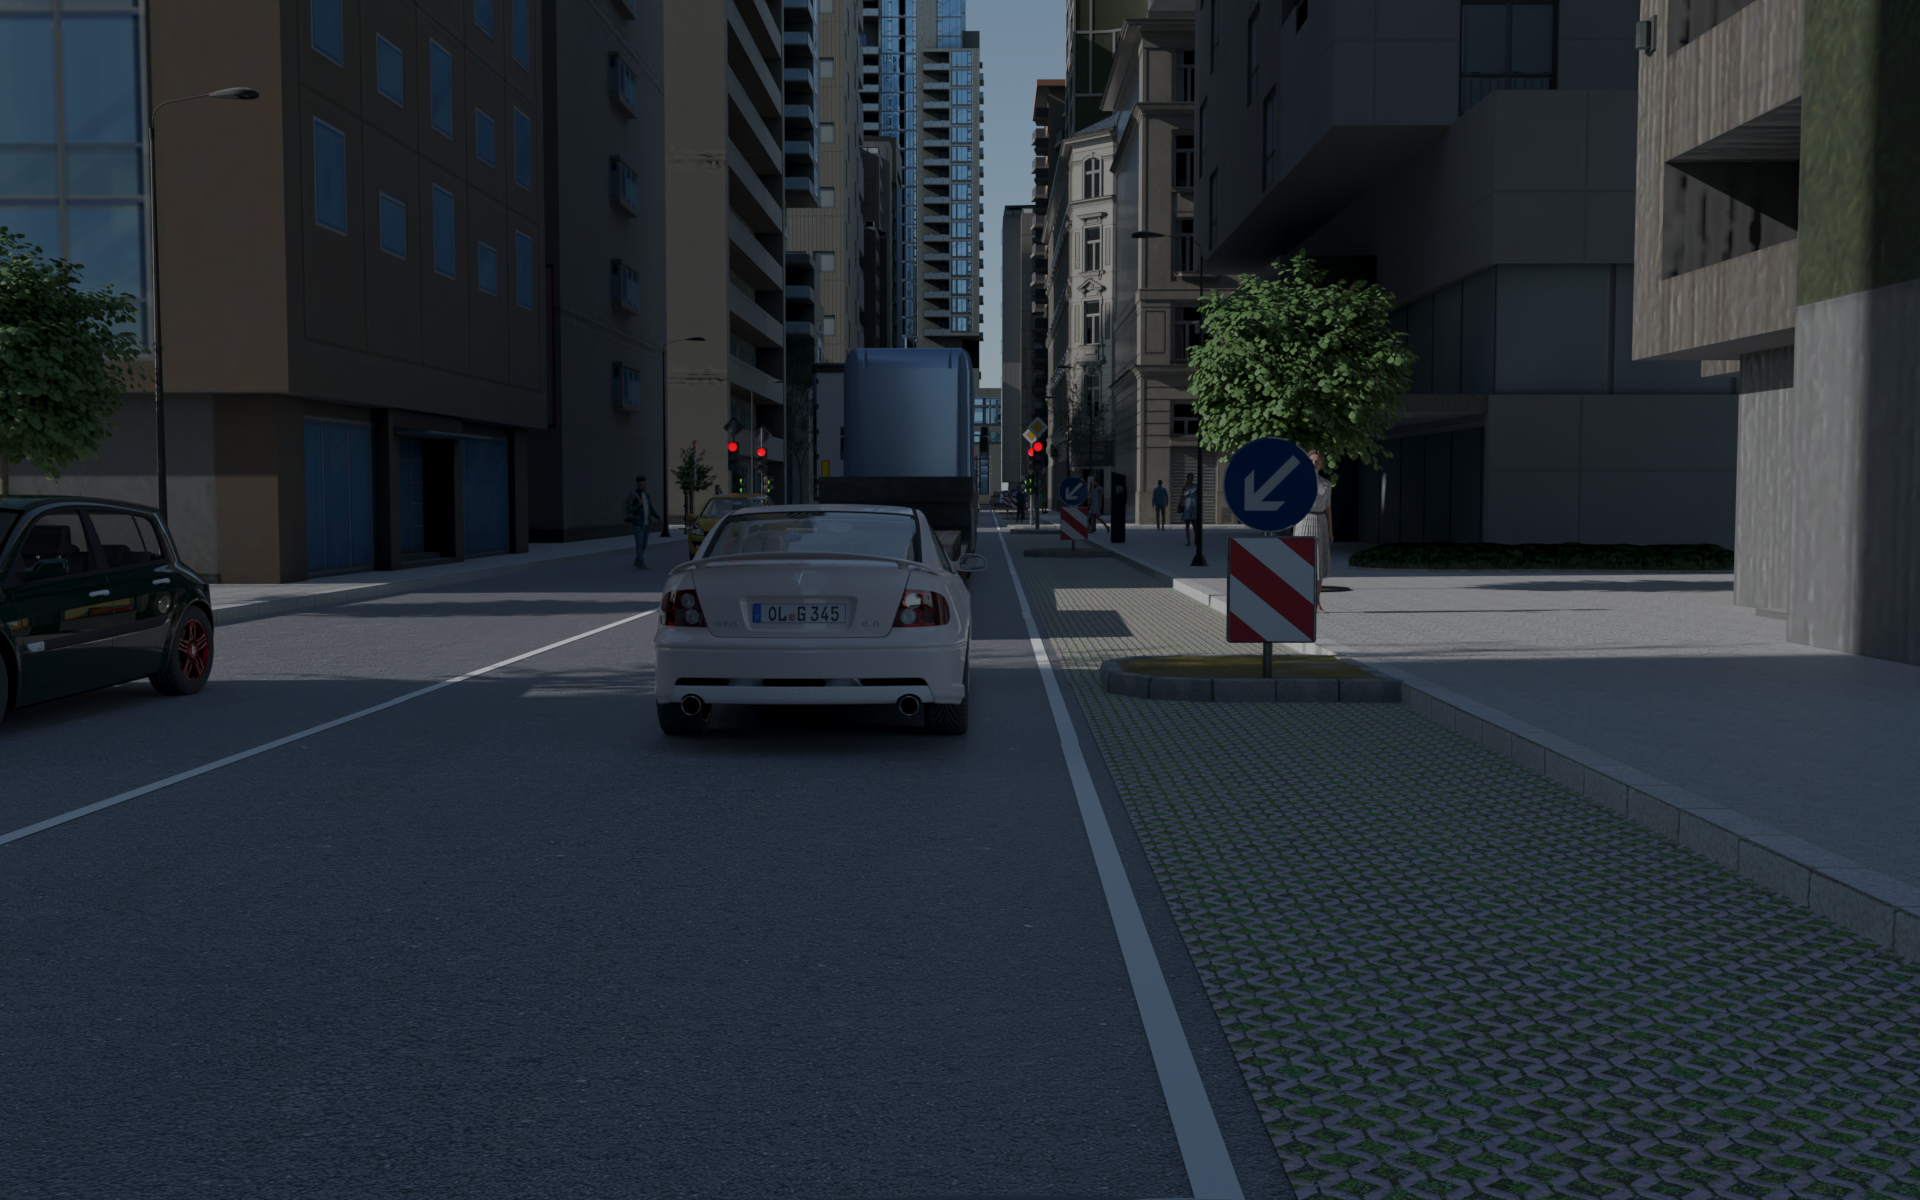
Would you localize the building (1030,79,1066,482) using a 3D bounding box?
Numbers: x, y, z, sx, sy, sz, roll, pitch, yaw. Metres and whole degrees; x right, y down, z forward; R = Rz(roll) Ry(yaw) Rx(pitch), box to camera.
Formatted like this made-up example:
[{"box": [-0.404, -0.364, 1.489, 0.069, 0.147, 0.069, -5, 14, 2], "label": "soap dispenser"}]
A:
[{"box": [18.619, -32.238, 181.719, 22.147, 44.769, 28.867, 0, 4, 1], "label": "building"}]

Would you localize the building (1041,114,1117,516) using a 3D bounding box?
[{"box": [14.966, -21.225, 123.451, 17.030, 29.872, 44.131, 0, 4, 1], "label": "building"}]

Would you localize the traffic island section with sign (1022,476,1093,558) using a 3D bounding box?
[{"box": [2.464, -1.902, 39.723, 1.989, 1.847, 2.006, 0, 4, 1], "label": "traffic island section with sign"}]

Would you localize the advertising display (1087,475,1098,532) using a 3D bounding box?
[{"box": [4.528, -3.309, 59.312, 0.123, 1.923, 0.974, -1, 4, -10], "label": "advertising display"}]

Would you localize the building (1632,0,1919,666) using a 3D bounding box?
[{"box": [14.224, -14.948, 16.096, 14.160, 30.474, 14.107, 0, 4, 1], "label": "building"}]

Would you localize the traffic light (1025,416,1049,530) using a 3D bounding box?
[{"box": [2.786, -4.507, 62.614, 0.839, 4.253, 0.868, 0, 4, 1], "label": "traffic light"}]

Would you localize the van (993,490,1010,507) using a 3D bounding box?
[{"box": [4.667, -11.518, 195.332, 2.013, 2.044, 4.112, 0, 4, 1], "label": "van"}]

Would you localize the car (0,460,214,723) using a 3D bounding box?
[{"box": [-6.365, -0.076, 11.032, 2.009, 1.686, 4.222, 0, 4, 2], "label": "car"}]

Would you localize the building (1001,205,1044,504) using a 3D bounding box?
[{"box": [12.697, -33.869, 237.353, 14.086, 41.232, 14.154, 0, 4, 1], "label": "building"}]

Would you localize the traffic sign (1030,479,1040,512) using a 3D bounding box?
[{"box": [5.497, -7.748, 126.778, 0.768, 2.556, 0.104, 0, 4, 4], "label": "traffic sign"}]

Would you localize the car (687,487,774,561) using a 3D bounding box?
[{"box": [-4.715, -1.631, 36.894, 2.015, 1.641, 3.980, 0, 4, 0], "label": "car"}]

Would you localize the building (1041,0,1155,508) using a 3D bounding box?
[{"box": [17.964, -43.913, 156.227, 20.563, 71.187, 20.611, 0, 4, 1], "label": "building"}]

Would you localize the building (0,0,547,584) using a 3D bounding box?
[{"box": [-16.121, -23.238, 30.051, 14.600, 45.320, 14.200, 0, 4, 1], "label": "building"}]

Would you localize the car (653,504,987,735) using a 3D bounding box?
[{"box": [-0.856, 0.041, 11.686, 2.083, 1.381, 4.827, 0, 4, 0], "label": "car"}]

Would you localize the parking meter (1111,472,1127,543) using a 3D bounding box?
[{"box": [4.169, -2.431, 45.451, 0.399, 1.863, 0.255, 0, 4, -7], "label": "parking meter"}]

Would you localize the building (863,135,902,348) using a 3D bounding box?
[{"box": [-14.528, -34.414, 212.780, 14.200, 45.320, 14.600, 0, 4, 1], "label": "building"}]

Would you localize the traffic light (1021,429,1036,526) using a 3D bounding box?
[{"box": [2.911, -4.996, 70.598, 0.839, 4.253, 0.868, 0, 4, 1], "label": "traffic light"}]

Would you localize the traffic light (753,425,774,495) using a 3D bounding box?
[{"box": [-8.049, -5.005, 70.753, 0.839, 4.253, 0.868, 0, 4, 1], "label": "traffic light"}]

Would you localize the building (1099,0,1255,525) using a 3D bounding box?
[{"box": [21.878, -15.039, 79.170, 30.059, 22.955, 16.112, 0, 4, 1], "label": "building"}]

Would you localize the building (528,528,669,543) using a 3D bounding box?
[{"box": [-20.799, -25.972, 48.338, 21.600, 48.544, 21.300, 0, 4, 1], "label": "building"}]

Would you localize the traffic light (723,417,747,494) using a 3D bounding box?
[{"box": [-8.174, -4.517, 62.769, 0.839, 4.253, 0.868, 0, 4, 1], "label": "traffic light"}]

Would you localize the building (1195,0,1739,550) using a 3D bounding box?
[{"box": [21.031, -27.818, 44.061, 28.713, 52.752, 27.495, 0, 4, 1], "label": "building"}]

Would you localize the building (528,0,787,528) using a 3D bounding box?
[{"box": [-20.106, -27.973, 81.068, 21.300, 48.544, 21.600, 0, 4, 1], "label": "building"}]

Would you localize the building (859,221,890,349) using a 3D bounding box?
[{"box": [-14.777, -25.069, 181.585, 14.160, 30.474, 14.107, 0, 4, 1], "label": "building"}]

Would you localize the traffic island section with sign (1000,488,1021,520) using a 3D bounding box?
[{"box": [3.346, -5.340, 95.943, 1.989, 1.847, 2.006, 0, 4, 1], "label": "traffic island section with sign"}]

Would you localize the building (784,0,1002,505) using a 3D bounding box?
[{"box": [-9.784, -56.723, 240.096, 31.000, 86.520, 22.319, 0, 4, 1], "label": "building"}]

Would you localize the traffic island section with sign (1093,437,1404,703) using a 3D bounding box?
[{"box": [2.057, -0.253, 12.771, 1.989, 1.847, 2.006, 0, 4, 1], "label": "traffic island section with sign"}]

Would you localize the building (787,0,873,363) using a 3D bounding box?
[{"box": [-23.045, -34.923, 160.237, 28.713, 52.752, 27.495, 0, 4, 1], "label": "building"}]

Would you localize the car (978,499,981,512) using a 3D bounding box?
[{"box": [0.622, -7.631, 137.136, 2.083, 1.381, 4.827, 0, 4, 0], "label": "car"}]

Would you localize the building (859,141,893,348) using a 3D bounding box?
[{"box": [-14.997, -31.299, 195.332, 14.154, 41.232, 14.086, 0, 4, 1], "label": "building"}]
